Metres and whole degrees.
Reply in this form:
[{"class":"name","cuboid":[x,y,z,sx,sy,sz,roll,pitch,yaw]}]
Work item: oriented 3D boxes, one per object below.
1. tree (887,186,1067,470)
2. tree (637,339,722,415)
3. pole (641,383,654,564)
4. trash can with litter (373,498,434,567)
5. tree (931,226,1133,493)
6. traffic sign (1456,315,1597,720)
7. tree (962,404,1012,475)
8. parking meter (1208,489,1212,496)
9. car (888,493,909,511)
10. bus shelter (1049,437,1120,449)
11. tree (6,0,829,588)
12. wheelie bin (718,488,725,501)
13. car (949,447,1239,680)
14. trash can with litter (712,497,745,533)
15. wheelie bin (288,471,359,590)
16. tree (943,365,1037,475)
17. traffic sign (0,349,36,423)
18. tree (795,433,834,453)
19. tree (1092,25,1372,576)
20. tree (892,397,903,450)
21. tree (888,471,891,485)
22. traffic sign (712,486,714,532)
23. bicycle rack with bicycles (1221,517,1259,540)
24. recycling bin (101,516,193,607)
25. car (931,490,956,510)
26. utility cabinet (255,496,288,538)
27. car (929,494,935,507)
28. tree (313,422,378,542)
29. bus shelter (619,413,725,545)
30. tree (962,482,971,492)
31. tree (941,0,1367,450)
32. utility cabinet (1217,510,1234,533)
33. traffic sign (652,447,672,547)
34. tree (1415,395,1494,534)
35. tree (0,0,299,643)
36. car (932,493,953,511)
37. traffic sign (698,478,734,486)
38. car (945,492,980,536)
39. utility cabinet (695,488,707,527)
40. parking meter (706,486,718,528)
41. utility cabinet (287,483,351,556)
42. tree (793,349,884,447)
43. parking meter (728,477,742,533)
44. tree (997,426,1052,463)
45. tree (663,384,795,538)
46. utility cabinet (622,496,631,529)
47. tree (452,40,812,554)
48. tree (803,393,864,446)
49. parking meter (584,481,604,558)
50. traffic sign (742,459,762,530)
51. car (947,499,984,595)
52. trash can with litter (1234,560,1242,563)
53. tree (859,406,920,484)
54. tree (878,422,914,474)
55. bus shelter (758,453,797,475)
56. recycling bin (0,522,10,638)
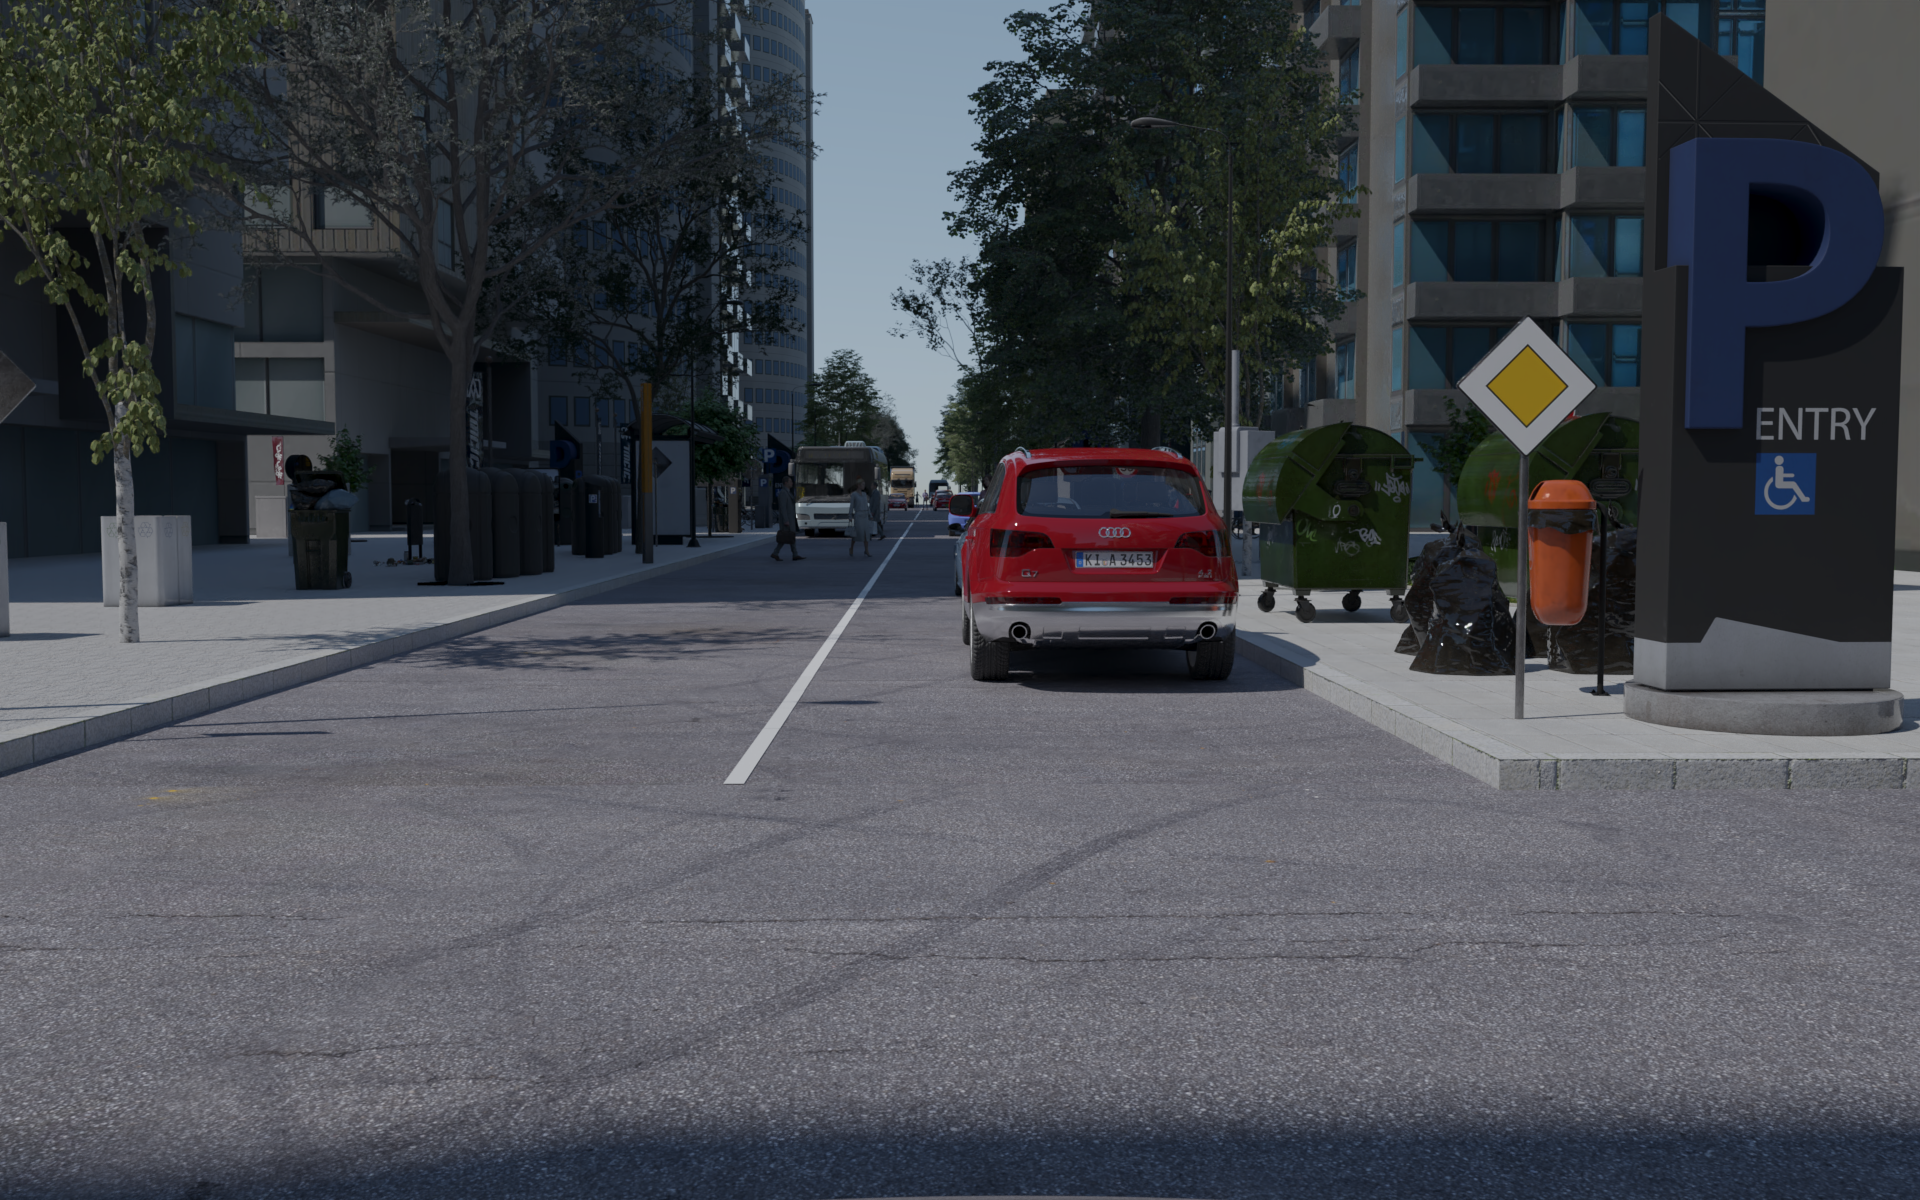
[{"class":"tree","cuboid":[1.370,-15.473,108.875,12.611,20.169,13.585,0,3,0]},{"class":"tree","cuboid":[-12.909,-7.843,78.599,4.360,8.622,3.978,0,3,0]},{"class":"pole","cuboid":[-5.774,-2.330,31.939,0.158,3.312,0.155,0,3,0]},{"class":"trash can with litter","cuboid":[-10.203,-1.257,31.609,1.678,1.210,2.233,0,4,4]},{"class":"tree","cuboid":[3.723,-9.256,69.469,7.486,12.596,7.792,0,3,0]},{"class":"traffic sign","cuboid":[3.185,-0.377,9.810,0.795,2.450,0.064,0,4,-1]},{"class":"tree","cuboid":[2.226,-10.742,125.989,4.360,8.622,3.978,0,3,0]},{"class":"parking meter","cuboid":[10.959,-4.177,76.707,0.372,1.533,0.369,0,3,0]},{"class":"car","cuboid":[-5.423,-8.549,148.809,2.155,1.783,4.494,0,4,-2]},{"class":"bus shelter","cuboid":[4.136,-3.973,58.887,2.014,3.302,5.546,0,4,-1]},{"class":"tree","cuboid":[-7.062,-6.956,24.107,12.009,13.543,11.850,0,3,0]},{"class":"wheelie bin","cuboid":[-11.602,-4.560,82.468,0.693,1.594,0.980,0,4,7]},{"class":"car","cuboid":[1.053,-0.379,14.878,2.281,1.827,5.304,0,4,-1]},{"class":"trash can with litter","cuboid":[-7.753,-2.840,57.821,1.055,1.170,0.624,-2,4,-30]},{"class":"wheelie bin","cuboid":[-8.584,-0.942,23.308,0.980,1.594,0.693,0,4,-1]},{"class":"tree","cuboid":[2.170,-12.854,135.913,9.928,11.665,9.643,0,3,0]},{"class":"traffic sign","cuboid":[-5.558,-0.370,9.691,0.795,2.450,0.064,0,4,-1]},{"class":"tree","cuboid":[-7.876,-6.682,92.956,4.285,4.588,4.351,0,3,0]},{"class":"tree","cuboid":[4.250,-4.679,26.865,4.737,8.622,4.395,0,3,0]},{"class":"tree","cuboid":[-9.695,-15.208,159.014,12.009,13.543,11.850,0,3,0]},{"class":"tree","cuboid":[-8.813,-12.545,188.828,4.285,4.588,4.351,0,3,0]},{"class":"traffic sign","cuboid":[-8.348,-3.573,58.523,0.768,2.556,0.104,0,4,1]},{"class":"bicycle rack with bicycles","cuboid":[8.479,-2.189,49.173,2.925,0.926,2.852,1,4,21]},{"class":"recycling bin","cuboid":[-9.366,-0.454,19.971,0.722,1.027,0.722,0,4,4]},{"class":"car","cuboid":[-1.431,-8.991,155.671,2.281,1.827,5.304,0,4,-1]},{"class":"utility cabinet","cuboid":[-20.143,-2.428,50.860,1.020,1.237,0.306,1,4,13]},{"class":"car","cuboid":[-2.585,-11.685,200.087,2.155,1.783,4.494,0,4,-3]},{"class":"tree","cuboid":[-16.368,-3.174,46.502,1.663,3.219,1.824,0,3,0]},{"class":"bus shelter","cuboid":[-7.568,-3.191,46.095,2.014,3.302,5.546,0,4,-1]},{"class":"tree","cuboid":[1.008,-12.779,203.544,1.663,3.219,1.824,0,3,0]},{"class":"tree","cuboid":[4.256,-8.065,38.519,9.857,13.997,8.962,0,3,0]},{"class":"utility cabinet","cuboid":[8.637,-2.776,56.549,0.306,1.237,1.020,2,4,30]},{"class":"traffic sign","cuboid":[-7.378,-2.499,42.052,0.795,2.450,0.064,0,4,1]},{"class":"tree","cuboid":[8.667,-2.104,29.003,1.663,3.219,1.824,0,3,0]},{"class":"tree","cuboid":[-7.325,-3.924,14.521,4.737,8.622,4.395,0,3,0]},{"class":"car","cuboid":[-1.316,-8.362,145.751,2.155,1.783,4.494,0,4,-2]},{"class":"traffic sign","cuboid":[-8.390,-3.774,55.579,2.265,3.308,0.079,0,4,6]},{"class":"car","cuboid":[0.450,-3.076,59.885,1.945,1.707,3.694,0,3,0]},{"class":"utility cabinet","cuboid":[-10.035,-3.605,67.616,0.318,1.500,1.173,3,5,40]},{"class":"parking meter","cuboid":[-9.252,-3.601,64.586,0.399,1.863,0.255,-2,4,-28]},{"class":"utility cabinet","cuboid":[-13.143,-1.641,35.515,1.173,1.500,0.318,0,4,-2]},{"class":"tree","cuboid":[-9.380,-13.287,135.375,7.486,12.596,7.792,0,3,0]},{"class":"parking meter","cuboid":[-7.379,-3.128,56.860,0.399,1.863,0.255,1,4,20]},{"class":"tree","cuboid":[3.397,-5.824,78.931,4.285,4.588,4.351,0,3,0]},{"class":"tree","cuboid":[-7.511,-4.133,51.287,4.285,4.588,4.351,0,3,0]},{"class":"utility cabinet","cuboid":[-12.179,-3.260,64.469,0.306,1.237,1.020,2,4,24]},{"class":"tree","cuboid":[-6.928,-6.251,36.616,8.767,10.594,7.601,1,4,8]},{"class":"tree","cuboid":[-8.866,-10.658,124.614,4.737,8.622,4.395,0,3,0]},{"class":"parking meter","cuboid":[-7.338,-1.610,34.734,0.372,1.533,0.369,0,3,0]},{"class":"traffic sign","cuboid":[-7.452,-3.780,61.902,0.768,2.556,0.104,1,4,8]},{"class":"car","cuboid":[0.855,-0.676,23.059,2.014,1.417,4.499,0,4,-3]},{"class":"trash can with litter","cuboid":[4.263,-1.317,32.597,2.233,1.210,1.678,3,5,45]},{"class":"tree","cuboid":[-10.665,-18.763,223.789,9.611,12.733,9.660,0,3,0]},{"class":"tree","cuboid":[-9.422,-16.819,209.396,8.767,10.594,7.601,2,4,24]},{"class":"bus shelter","cuboid":[-8.095,-5.275,80.170,2.014,3.302,5.546,0,4,-1]},{"class":"recycling bin","cuboid":[-8.954,-0.167,15.292,0.722,1.027,0.722,1,4,11]}]
